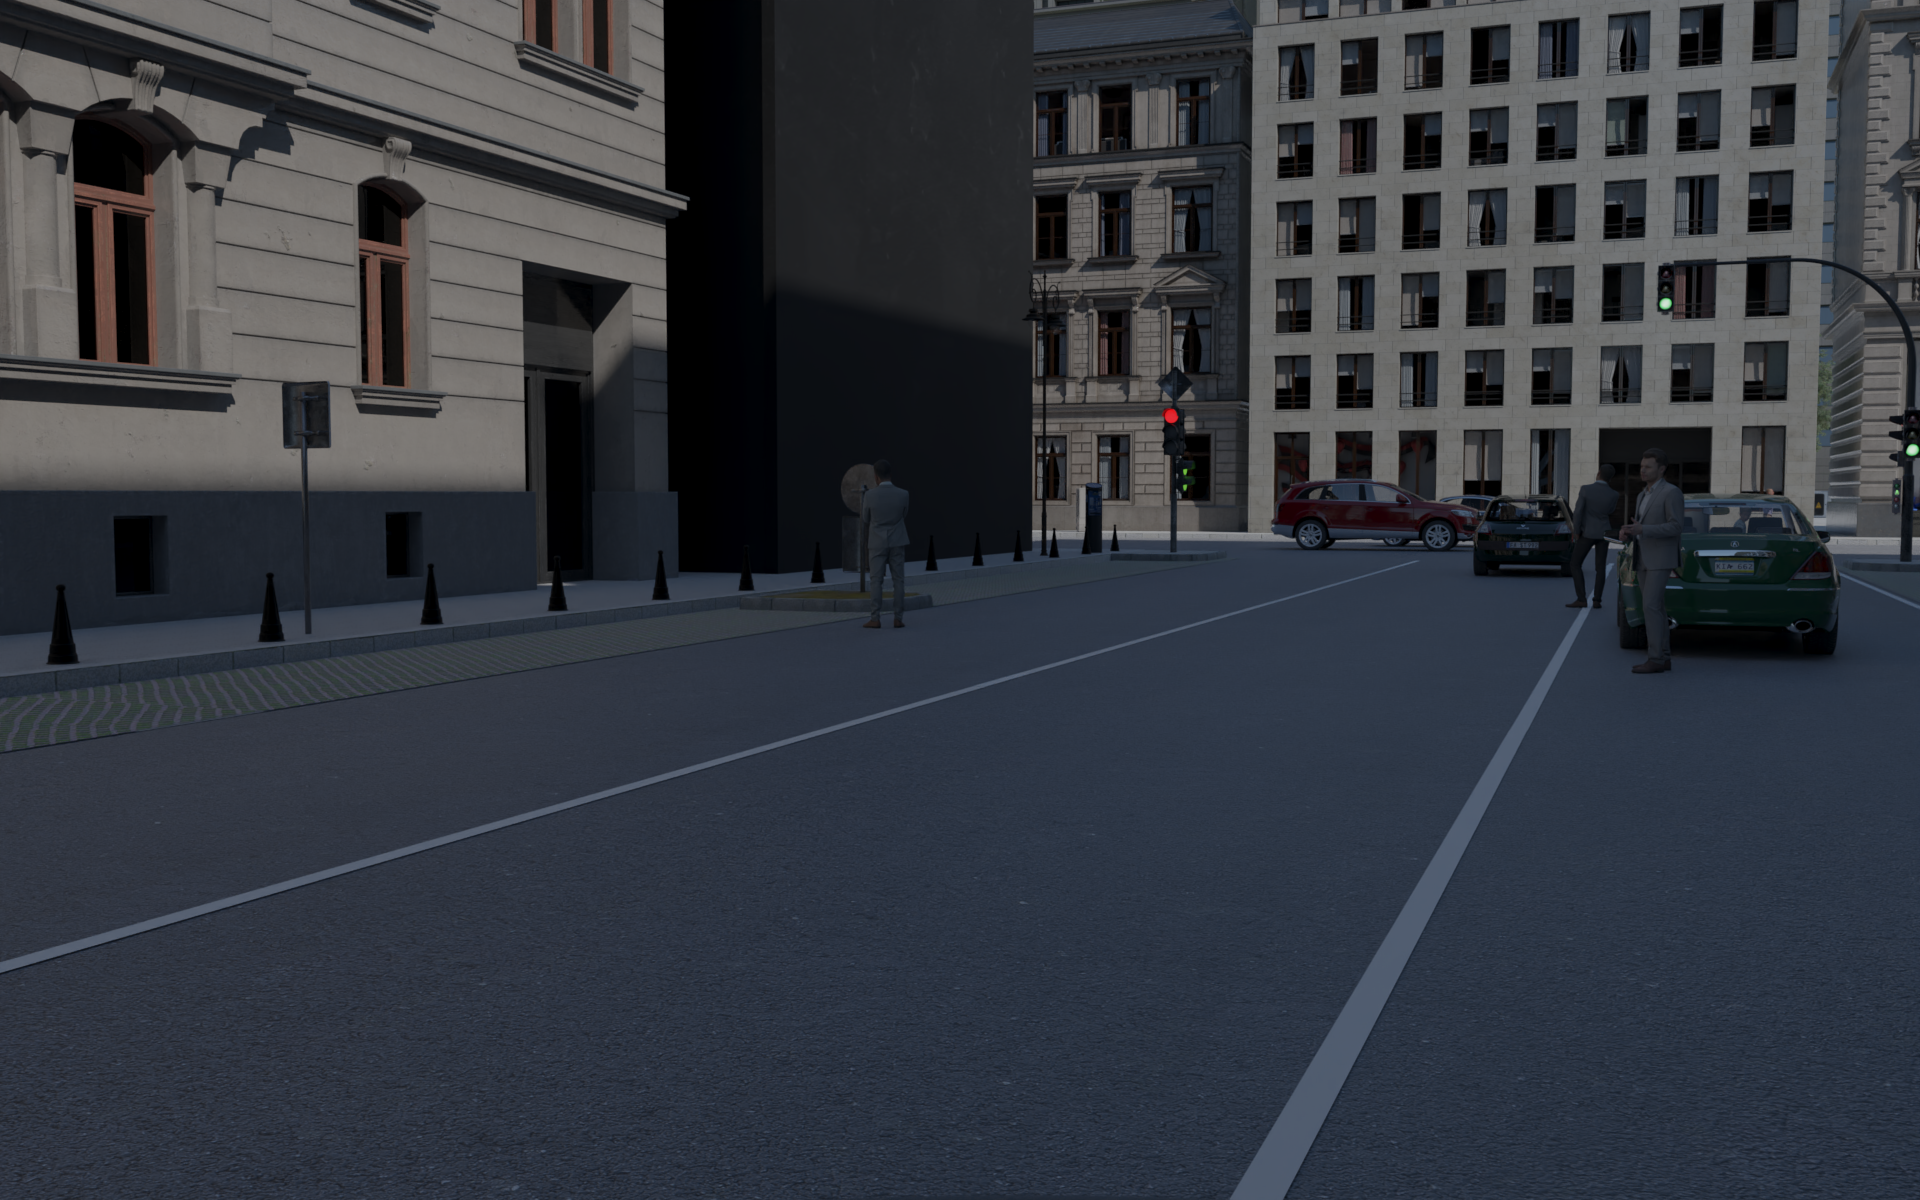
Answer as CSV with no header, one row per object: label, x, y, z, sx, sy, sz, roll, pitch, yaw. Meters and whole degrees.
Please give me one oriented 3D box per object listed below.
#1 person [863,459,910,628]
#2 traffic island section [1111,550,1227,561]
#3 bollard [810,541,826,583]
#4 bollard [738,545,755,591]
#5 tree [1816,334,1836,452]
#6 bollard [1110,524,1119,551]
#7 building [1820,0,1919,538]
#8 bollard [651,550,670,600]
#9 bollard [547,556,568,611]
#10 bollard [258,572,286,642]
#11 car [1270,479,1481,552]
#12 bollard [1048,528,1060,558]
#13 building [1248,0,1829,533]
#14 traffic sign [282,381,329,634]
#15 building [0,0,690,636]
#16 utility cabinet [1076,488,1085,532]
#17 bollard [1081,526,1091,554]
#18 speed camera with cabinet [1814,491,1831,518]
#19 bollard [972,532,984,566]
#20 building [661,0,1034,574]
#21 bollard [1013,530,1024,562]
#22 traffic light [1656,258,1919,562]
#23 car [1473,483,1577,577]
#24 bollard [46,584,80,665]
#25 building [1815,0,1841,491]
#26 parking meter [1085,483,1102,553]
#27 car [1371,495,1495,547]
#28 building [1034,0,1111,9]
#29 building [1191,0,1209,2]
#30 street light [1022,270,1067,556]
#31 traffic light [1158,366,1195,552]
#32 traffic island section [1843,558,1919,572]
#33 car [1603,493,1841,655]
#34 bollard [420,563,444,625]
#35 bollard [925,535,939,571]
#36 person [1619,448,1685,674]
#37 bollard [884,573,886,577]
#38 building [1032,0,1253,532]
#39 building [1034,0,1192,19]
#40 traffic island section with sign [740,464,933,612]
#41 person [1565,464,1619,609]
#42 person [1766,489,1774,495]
person,-0.810,-0.609,18.640,0.511,1.800,0.466,-2,4,-27
traffic island section,4.680,-0.970,38.141,2.009,0.180,2.903,1,4,22
bollard,-2.051,-0.548,25.002,0.229,0.601,0.229,0,3,0
bollard,-2.839,-0.426,23.013,0.229,0.601,0.229,0,3,0
tree,55.940,-13.018,119.493,9.857,13.997,8.962,0,3,0
bollard,3.475,-1.396,38.865,0.229,0.601,0.229,0,3,0
building,36.878,-13.621,51.575,19.941,23.489,11.050,1,4,22
bollard,-3.633,-0.305,21.025,0.229,0.601,0.229,0,3,0
bollard,-4.427,-0.184,19.045,0.229,0.601,0.229,0,3,0
bollard,-6.003,0.059,15.084,0.229,0.601,0.229,0,3,0
car,10.662,-2.186,44.418,5.304,1.827,2.281,1,4,21
bollard,1.899,-1.154,34.913,0.229,0.601,0.229,0,3,0
building,19.243,-12.448,58.282,16.860,20.320,10.420,1,4,22
traffic sign,-5.972,-0.837,15.811,0.606,2.300,0.079,2,4,29
building,-14.202,-14.084,17.662,14.401,28.519,23.554,1,4,22
utility cabinet,4.130,-3.069,58.863,0.318,1.500,1.173,0,4,-1
bollard,2.689,-1.275,36.888,0.229,0.601,0.229,0,3,0
speed camera with cabinet,46.432,-5.986,92.207,0.660,3.252,2.038,-2,4,-32
bollard,0.320,-0.911,30.944,0.229,0.601,0.229,0,3,0
building,-7.983,-12.595,35.612,15.834,23.373,12.332,1,4,22
bollard,1.113,-1.033,32.936,0.229,0.601,0.229,0,3,0
traffic light,15.948,-3.592,33.401,4.771,5.953,1.251,1,4,22
car,10.356,-1.325,31.455,2.009,1.686,4.222,1,4,22
bollard,-6.794,0.180,13.100,0.229,0.601,0.229,0,3,0
building,75.069,-36.422,137.502,21.231,58.520,28.212,1,4,22
parking meter,2.927,-1.803,37.886,0.372,1.533,0.369,0,3,0
car,13.473,-2.155,47.243,4.499,1.417,2.014,1,4,22
building,16.677,-48.728,234.956,20.611,71.187,20.563,1,4,22
building,29.653,-31.314,135.685,21.300,48.544,21.600,1,4,22
street light,1.749,-3.858,35.870,0.468,5.910,1.993,1,4,22
traffic light,4.714,-3.001,37.992,0.839,4.253,0.868,1,4,22
traffic island section,17.958,-0.647,32.864,2.009,0.180,2.903,1,4,22
car,7.468,-0.323,17.080,2.131,1.459,4.920,1,4,20
bollard,-5.211,-0.063,17.068,0.229,0.601,0.229,0,3,0
bollard,-0.473,-0.790,28.964,0.229,0.601,0.229,0,3,0
person,5.534,-0.324,14.000,0.583,1.804,0.606,-1,4,-13
bollard,-1.257,-0.669,26.987,0.229,0.601,0.229,0,3,0
building,2.730,-12.297,65.690,19.286,19.102,10.561,1,4,22
building,15.719,-36.615,187.899,27.495,52.752,28.713,1,4,22
traffic island section with sign,-1.438,-0.809,21.861,1.989,1.847,2.006,1,4,22
person,7.946,-0.800,21.764,0.592,1.802,0.473,1,4,12
person,21.751,-2.201,46.556,0.319,1.574,0.516,2,4,33
